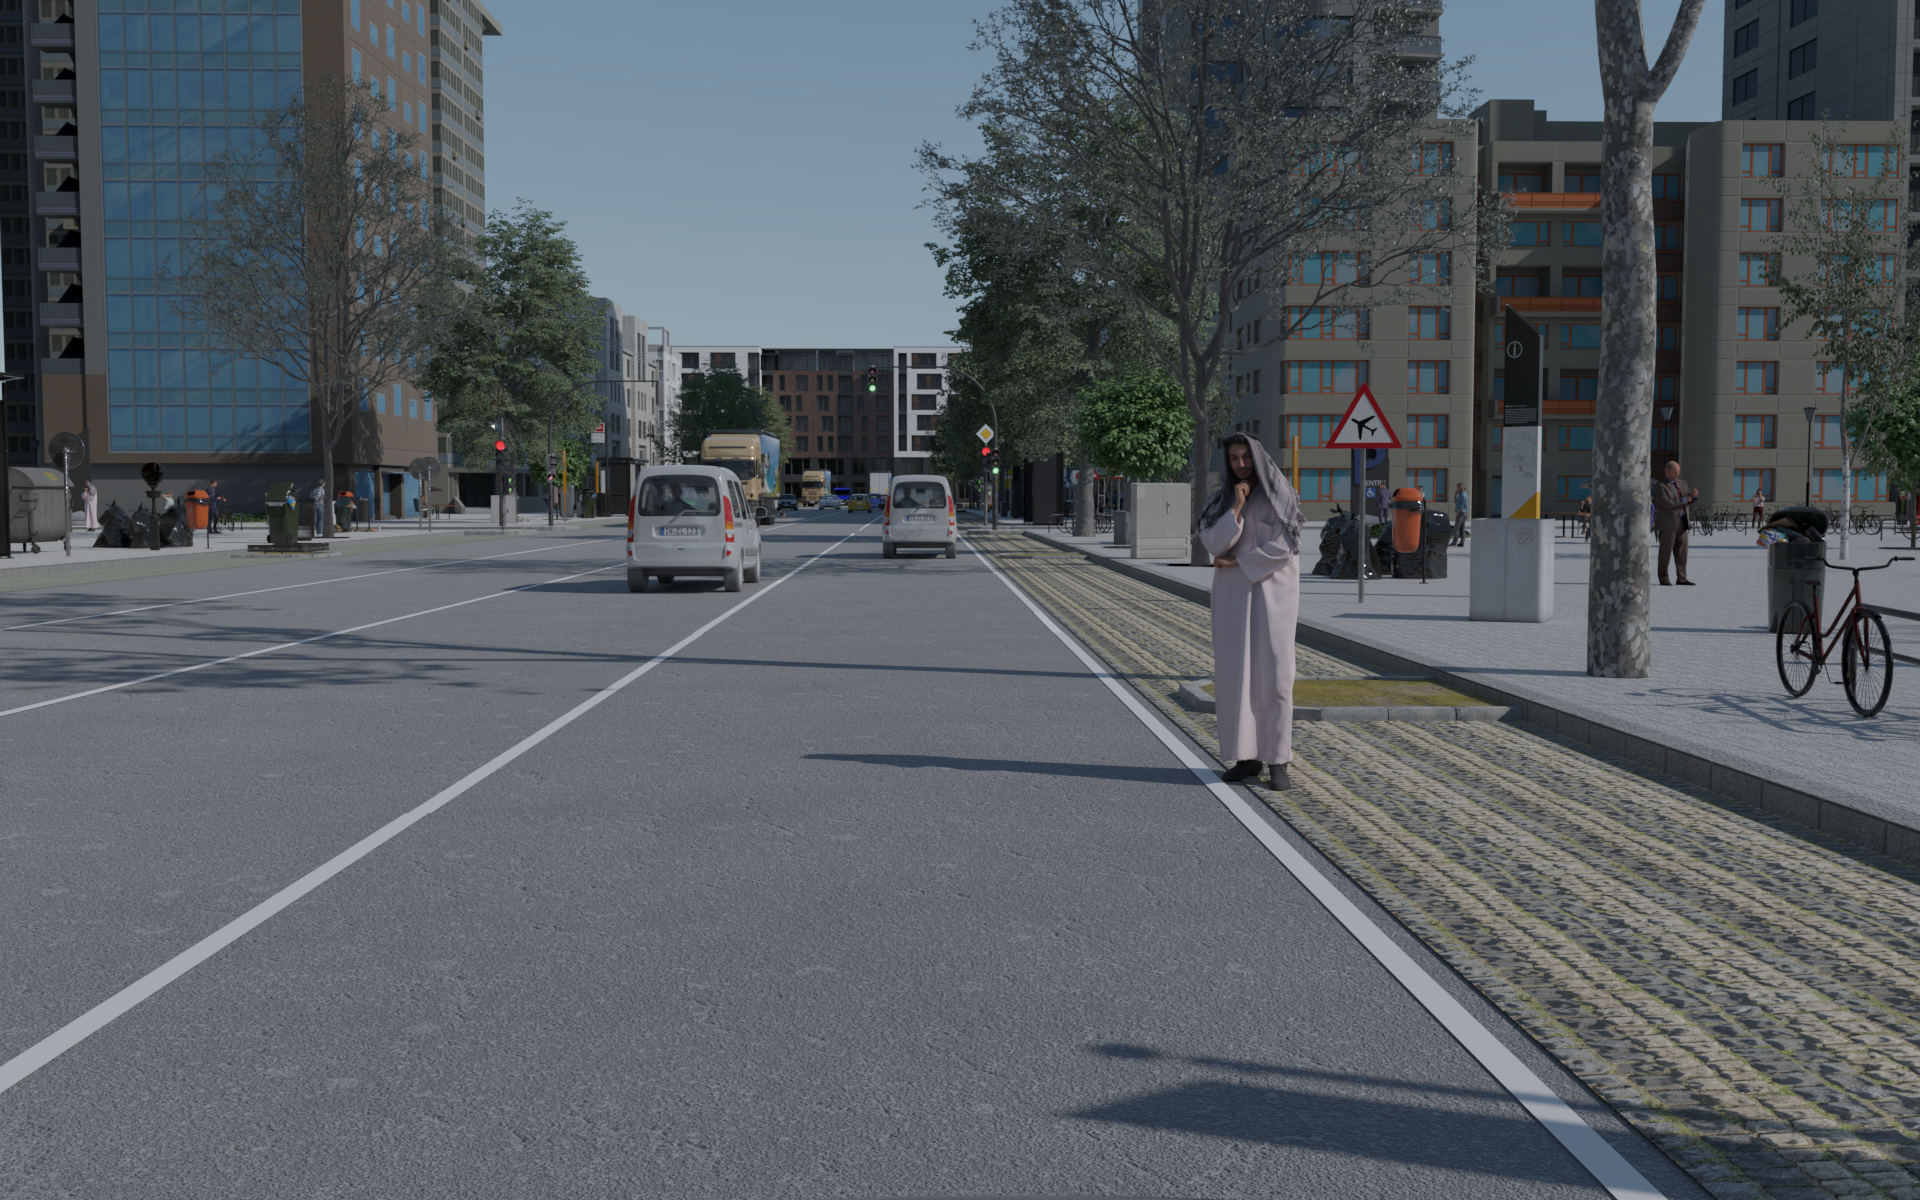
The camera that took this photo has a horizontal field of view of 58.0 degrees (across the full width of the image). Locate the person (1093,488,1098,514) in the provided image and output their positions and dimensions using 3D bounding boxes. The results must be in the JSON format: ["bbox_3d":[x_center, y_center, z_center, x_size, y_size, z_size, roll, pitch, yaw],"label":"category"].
[{"bbox_3d":[7.716,-5.515,97.685,0.415,1.643,0.593,0,4,-6],"label":"person"}]

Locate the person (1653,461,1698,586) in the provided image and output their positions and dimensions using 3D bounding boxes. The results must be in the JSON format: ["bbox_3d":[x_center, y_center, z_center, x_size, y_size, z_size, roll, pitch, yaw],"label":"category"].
[{"bbox_3d":[10.028,-1.070,24.217,0.600,1.739,0.565,3,5,42],"label":"person"}]

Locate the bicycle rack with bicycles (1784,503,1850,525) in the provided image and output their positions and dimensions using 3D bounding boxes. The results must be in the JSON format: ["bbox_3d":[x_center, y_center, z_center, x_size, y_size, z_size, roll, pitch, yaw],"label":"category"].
[{"bbox_3d":[35.102,-3.542,71.286,2.925,0.926,2.852,0,4,6],"label":"bicycle rack with bicycles"}]

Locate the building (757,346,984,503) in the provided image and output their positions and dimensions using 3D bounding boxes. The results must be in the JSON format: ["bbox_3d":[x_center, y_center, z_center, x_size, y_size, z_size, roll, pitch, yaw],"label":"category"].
[{"bbox_3d":[-11.680,-25.049,253.527,32.646,21.610,27.936,0,4,-1],"label":"building"}]

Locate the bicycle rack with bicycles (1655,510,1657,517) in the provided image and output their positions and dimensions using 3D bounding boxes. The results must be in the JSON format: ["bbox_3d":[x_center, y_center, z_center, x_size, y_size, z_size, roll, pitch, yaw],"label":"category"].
[{"bbox_3d":[27.574,-3.588,72.042,2.925,0.926,2.852,-3,5,-44],"label":"bicycle rack with bicycles"}]

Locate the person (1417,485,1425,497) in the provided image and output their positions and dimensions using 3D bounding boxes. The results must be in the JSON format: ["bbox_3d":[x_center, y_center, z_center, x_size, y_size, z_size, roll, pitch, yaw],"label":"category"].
[{"bbox_3d":[19.263,-3.992,72.779,0.566,1.644,0.517,-1,4,-22],"label":"person"}]

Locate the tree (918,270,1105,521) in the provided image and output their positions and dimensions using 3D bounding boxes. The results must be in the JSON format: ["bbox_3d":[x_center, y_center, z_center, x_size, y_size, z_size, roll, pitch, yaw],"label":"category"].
[{"bbox_3d":[3.458,-10.142,82.825,9.611,12.733,9.660,0,3,0],"label":"tree"}]

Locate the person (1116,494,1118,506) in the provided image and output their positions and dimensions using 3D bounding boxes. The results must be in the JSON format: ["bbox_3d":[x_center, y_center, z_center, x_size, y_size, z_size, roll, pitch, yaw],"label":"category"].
[{"bbox_3d":[11.418,-7.233,126.369,0.319,1.574,0.516,-2,4,-27],"label":"person"}]

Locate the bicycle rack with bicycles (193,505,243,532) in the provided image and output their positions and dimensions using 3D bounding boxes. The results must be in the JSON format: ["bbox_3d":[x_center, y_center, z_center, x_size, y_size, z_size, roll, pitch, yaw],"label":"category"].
[{"bbox_3d":[-25.908,-2.815,59.406,2.852,0.926,2.925,-1,4,-12],"label":"bicycle rack with bicycles"}]

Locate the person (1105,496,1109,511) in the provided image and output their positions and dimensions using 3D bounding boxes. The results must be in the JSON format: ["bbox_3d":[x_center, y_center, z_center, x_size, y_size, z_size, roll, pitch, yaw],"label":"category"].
[{"bbox_3d":[10.610,-7.259,127.920,0.799,1.438,0.628,1,4,16],"label":"person"}]

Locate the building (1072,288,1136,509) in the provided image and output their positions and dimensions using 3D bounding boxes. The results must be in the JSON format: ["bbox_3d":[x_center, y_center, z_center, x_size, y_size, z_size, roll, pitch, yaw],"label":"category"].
[{"bbox_3d":[18.726,-18.844,164.517,16.016,20.091,11.380,0,4,-1],"label":"building"}]

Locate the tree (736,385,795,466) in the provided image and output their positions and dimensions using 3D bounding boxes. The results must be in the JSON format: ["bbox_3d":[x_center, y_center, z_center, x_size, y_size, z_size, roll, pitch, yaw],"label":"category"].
[{"bbox_3d":[-20.789,-16.060,180.712,7.486,12.596,7.792,0,3,0],"label":"tree"}]

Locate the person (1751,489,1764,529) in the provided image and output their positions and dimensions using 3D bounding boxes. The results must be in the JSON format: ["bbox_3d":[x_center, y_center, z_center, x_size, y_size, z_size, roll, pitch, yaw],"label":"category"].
[{"bbox_3d":[31.019,-3.508,67.323,0.566,1.644,0.517,-2,4,-25],"label":"person"}]

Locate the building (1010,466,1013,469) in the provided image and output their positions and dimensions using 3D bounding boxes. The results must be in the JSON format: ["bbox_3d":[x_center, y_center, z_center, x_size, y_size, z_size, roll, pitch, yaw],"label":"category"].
[{"bbox_3d":[21.026,-25.070,253.870,32.646,21.610,27.936,0,4,-1],"label":"building"}]

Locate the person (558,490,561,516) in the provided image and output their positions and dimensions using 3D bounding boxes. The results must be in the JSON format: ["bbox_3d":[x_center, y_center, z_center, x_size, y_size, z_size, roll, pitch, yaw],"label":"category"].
[{"bbox_3d":[-23.099,-5.637,100.472,0.388,1.546,0.482,1,4,18],"label":"person"}]

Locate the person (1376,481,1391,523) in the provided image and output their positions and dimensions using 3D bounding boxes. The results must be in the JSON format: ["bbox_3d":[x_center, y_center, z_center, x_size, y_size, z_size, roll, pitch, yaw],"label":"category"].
[{"bbox_3d":[14.204,-3.126,58.080,0.541,1.710,0.530,0,4,-6],"label":"person"}]

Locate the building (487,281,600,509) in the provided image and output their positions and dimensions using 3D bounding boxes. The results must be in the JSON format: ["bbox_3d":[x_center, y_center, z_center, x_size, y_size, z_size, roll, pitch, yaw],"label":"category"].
[{"bbox_3d":[-39.964,-17.960,150.060,16.016,20.091,11.380,0,4,-1],"label":"building"}]

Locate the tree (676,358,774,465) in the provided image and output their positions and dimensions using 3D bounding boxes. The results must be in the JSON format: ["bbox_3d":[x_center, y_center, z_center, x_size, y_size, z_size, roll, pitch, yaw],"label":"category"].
[{"bbox_3d":[-21.766,-15.631,162.226,9.857,13.997,8.962,0,3,0],"label":"tree"}]

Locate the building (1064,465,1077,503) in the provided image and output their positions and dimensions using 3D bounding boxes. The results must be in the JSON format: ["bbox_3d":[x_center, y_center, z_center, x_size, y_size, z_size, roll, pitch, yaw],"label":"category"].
[{"bbox_3d":[15.010,-15.566,196.653,9.099,9.664,28.070,0,4,-1],"label":"building"}]

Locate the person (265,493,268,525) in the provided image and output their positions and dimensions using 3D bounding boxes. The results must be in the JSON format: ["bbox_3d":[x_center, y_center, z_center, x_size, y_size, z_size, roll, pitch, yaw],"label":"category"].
[{"bbox_3d":[-29.209,-3.860,73.063,0.340,1.345,0.435,-2,4,-32],"label":"person"}]

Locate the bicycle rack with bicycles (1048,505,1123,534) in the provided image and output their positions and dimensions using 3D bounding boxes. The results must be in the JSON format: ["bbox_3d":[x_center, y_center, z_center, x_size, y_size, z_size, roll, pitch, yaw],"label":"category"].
[{"bbox_3d":[4.294,-2.652,56.735,2.925,0.926,2.852,-1,4,-22],"label":"bicycle rack with bicycles"}]

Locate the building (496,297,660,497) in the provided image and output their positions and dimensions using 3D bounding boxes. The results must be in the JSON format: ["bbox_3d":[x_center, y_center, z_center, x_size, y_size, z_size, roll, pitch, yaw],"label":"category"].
[{"bbox_3d":[-40.528,-18.656,171.488,16.747,18.905,31.486,0,4,-1],"label":"building"}]

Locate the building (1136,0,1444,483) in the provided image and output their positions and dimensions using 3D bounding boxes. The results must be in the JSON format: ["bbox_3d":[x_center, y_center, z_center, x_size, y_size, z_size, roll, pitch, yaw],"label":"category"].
[{"bbox_3d":[23.849,-35.967,130.063,21.231,58.520,28.212,0,4,-1],"label":"building"}]

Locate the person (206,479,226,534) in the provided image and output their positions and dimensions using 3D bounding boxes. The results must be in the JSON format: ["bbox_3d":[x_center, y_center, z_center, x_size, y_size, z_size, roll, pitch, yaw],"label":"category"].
[{"bbox_3d":[-23.789,-2.992,55.410,0.568,1.767,0.683,-1,4,-12],"label":"person"}]

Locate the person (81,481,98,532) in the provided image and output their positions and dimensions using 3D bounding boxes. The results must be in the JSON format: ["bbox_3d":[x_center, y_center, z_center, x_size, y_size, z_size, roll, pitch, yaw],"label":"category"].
[{"bbox_3d":[-29.827,-3.219,59.339,0.551,1.740,0.621,0,4,-3],"label":"person"}]

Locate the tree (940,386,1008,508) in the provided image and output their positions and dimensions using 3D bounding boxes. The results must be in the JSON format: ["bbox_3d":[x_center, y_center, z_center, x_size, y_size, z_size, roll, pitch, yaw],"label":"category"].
[{"bbox_3d":[2.012,-14.493,155.086,7.486,12.596,7.792,0,3,0],"label":"tree"}]

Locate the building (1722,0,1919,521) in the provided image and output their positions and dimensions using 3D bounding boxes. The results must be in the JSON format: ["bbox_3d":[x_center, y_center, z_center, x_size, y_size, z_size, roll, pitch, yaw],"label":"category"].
[{"bbox_3d":[54.550,-39.841,89.646,20.611,71.187,20.563,0,4,-1],"label":"building"}]

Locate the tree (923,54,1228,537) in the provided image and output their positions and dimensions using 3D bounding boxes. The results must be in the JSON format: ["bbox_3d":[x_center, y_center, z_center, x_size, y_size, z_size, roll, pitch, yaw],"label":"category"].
[{"bbox_3d":[3.769,-8.885,51.931,9.857,13.997,8.962,0,3,0],"label":"tree"}]

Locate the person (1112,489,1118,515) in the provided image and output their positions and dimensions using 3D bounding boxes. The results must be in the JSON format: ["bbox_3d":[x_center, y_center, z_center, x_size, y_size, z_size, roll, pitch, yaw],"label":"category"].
[{"bbox_3d":[8.912,-5.578,99.462,0.429,1.552,0.499,1,4,18],"label":"person"}]

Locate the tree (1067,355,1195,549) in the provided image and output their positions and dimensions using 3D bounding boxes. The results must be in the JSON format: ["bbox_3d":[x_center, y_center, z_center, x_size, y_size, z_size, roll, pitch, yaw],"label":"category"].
[{"bbox_3d":[4.192,-3.515,41.177,4.285,4.588,4.351,0,3,0],"label":"tree"}]

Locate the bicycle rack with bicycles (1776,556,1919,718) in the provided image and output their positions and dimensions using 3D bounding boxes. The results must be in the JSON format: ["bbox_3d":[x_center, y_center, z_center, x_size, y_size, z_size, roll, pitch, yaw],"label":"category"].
[{"bbox_3d":[6.101,0.232,9.581,2.852,0.926,2.925,1,4,11],"label":"bicycle rack with bicycles"}]

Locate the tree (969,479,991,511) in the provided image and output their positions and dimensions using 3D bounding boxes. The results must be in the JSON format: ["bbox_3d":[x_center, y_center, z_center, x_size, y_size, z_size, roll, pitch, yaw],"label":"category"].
[{"bbox_3d":[1.410,-8.591,135.059,1.663,3.219,1.824,0,3,0],"label":"tree"}]

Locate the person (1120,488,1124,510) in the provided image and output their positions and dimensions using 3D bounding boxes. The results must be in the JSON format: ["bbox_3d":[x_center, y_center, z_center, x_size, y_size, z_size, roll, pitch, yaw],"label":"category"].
[{"bbox_3d":[12.369,-7.663,132.275,0.756,1.711,0.436,-2,4,-33],"label":"person"}]

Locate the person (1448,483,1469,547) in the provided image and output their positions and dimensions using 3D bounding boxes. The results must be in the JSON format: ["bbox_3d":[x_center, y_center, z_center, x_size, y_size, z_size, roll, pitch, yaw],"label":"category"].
[{"bbox_3d":[12.035,-2.046,41.706,0.499,1.552,0.429,-3,5,-42],"label":"person"}]

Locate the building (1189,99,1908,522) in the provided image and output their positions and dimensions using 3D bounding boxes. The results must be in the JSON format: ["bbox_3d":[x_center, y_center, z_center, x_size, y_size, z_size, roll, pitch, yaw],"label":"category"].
[{"bbox_3d":[29.081,-15.229,94.032,28.899,21.520,27.650,0,4,-1],"label":"building"}]

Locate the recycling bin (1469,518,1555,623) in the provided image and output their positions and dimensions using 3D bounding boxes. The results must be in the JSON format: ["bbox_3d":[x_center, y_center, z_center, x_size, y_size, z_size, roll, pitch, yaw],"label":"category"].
[{"bbox_3d":[5.620,-0.310,17.629,0.722,1.027,0.722,2,4,27],"label":"recycling bin"}]

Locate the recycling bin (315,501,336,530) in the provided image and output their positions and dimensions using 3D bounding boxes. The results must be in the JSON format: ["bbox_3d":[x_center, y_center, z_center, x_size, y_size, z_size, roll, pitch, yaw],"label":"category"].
[{"bbox_3d":[-22.383,-2.994,61.503,0.722,1.027,0.722,2,4,26],"label":"recycling bin"}]

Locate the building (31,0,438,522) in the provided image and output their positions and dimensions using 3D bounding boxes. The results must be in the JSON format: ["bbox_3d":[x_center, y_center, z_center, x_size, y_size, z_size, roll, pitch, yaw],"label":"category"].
[{"bbox_3d":[-34.921,-26.607,85.131,14.600,45.320,14.200,0,4,-1],"label":"building"}]

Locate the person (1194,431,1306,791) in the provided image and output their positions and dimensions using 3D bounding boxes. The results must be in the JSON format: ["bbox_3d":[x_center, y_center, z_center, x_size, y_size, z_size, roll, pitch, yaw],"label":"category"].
[{"bbox_3d":[1.428,0.037,8.572,0.551,1.740,0.621,1,4,11],"label":"person"}]

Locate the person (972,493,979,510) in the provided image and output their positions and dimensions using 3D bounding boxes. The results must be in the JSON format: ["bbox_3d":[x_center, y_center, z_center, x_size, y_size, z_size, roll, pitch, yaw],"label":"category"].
[{"bbox_3d":[1.279,-8.129,140.418,0.593,1.643,0.415,-2,4,-27],"label":"person"}]

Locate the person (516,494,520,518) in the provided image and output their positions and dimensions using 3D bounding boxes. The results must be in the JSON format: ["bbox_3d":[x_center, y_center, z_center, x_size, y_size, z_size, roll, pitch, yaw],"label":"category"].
[{"bbox_3d":[-23.936,-5.260,92.958,0.530,1.710,0.541,-3,4,-36],"label":"person"}]

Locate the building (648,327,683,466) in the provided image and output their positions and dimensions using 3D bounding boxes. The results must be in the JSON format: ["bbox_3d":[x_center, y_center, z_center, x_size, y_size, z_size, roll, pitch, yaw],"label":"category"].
[{"bbox_3d":[-38.642,-21.122,201.760,11.380,20.091,16.016,0,4,-1],"label":"building"}]

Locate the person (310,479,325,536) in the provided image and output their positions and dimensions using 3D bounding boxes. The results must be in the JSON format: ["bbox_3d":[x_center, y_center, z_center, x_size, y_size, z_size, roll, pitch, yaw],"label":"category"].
[{"bbox_3d":[-19.338,-2.785,52.293,0.376,1.734,0.841,-2,4,-33],"label":"person"}]

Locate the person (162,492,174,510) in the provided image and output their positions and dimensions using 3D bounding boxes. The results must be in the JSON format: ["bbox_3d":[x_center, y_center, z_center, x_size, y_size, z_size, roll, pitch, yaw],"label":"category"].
[{"bbox_3d":[-28.186,-3.158,61.588,0.340,1.345,0.435,0,4,2],"label":"person"}]

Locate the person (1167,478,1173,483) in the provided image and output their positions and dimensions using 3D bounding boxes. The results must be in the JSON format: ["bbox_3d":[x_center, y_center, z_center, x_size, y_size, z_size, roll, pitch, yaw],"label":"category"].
[{"bbox_3d":[7.109,-3.204,58.553,0.434,1.807,0.598,3,5,44],"label":"person"}]

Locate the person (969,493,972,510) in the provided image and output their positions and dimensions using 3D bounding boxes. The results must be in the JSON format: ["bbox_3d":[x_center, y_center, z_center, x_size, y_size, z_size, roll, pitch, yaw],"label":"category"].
[{"bbox_3d":[0.889,-8.014,140.987,0.340,1.345,0.435,-1,4,-14],"label":"person"}]

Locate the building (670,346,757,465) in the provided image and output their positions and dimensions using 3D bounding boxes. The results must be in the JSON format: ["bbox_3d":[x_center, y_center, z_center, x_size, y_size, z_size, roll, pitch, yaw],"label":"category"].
[{"bbox_3d":[-44.309,-24.984,252.456,32.646,21.610,27.936,0,4,-1],"label":"building"}]

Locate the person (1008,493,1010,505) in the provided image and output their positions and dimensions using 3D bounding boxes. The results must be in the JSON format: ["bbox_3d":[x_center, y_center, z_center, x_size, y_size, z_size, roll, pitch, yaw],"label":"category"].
[{"bbox_3d":[3.765,-7.123,126.409,0.435,1.345,0.340,-2,4,-25],"label":"person"}]

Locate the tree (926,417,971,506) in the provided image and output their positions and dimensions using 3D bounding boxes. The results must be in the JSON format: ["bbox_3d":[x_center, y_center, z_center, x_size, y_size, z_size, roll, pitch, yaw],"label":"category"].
[{"bbox_3d":[0.990,-15.057,180.594,8.767,10.594,7.601,-2,4,-25],"label":"tree"}]

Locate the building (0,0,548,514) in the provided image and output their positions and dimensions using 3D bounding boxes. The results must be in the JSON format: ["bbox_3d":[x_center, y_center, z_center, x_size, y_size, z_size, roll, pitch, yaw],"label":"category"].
[{"bbox_3d":[-45.767,-25.985,116.735,32.217,40.220,23.993,0,4,-1],"label":"building"}]

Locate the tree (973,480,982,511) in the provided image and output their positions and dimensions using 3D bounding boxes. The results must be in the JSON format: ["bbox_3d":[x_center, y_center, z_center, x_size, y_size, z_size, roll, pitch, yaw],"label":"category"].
[{"bbox_3d":[1.752,-10.996,130.150,4.737,8.622,4.395,0,3,0],"label":"tree"}]
